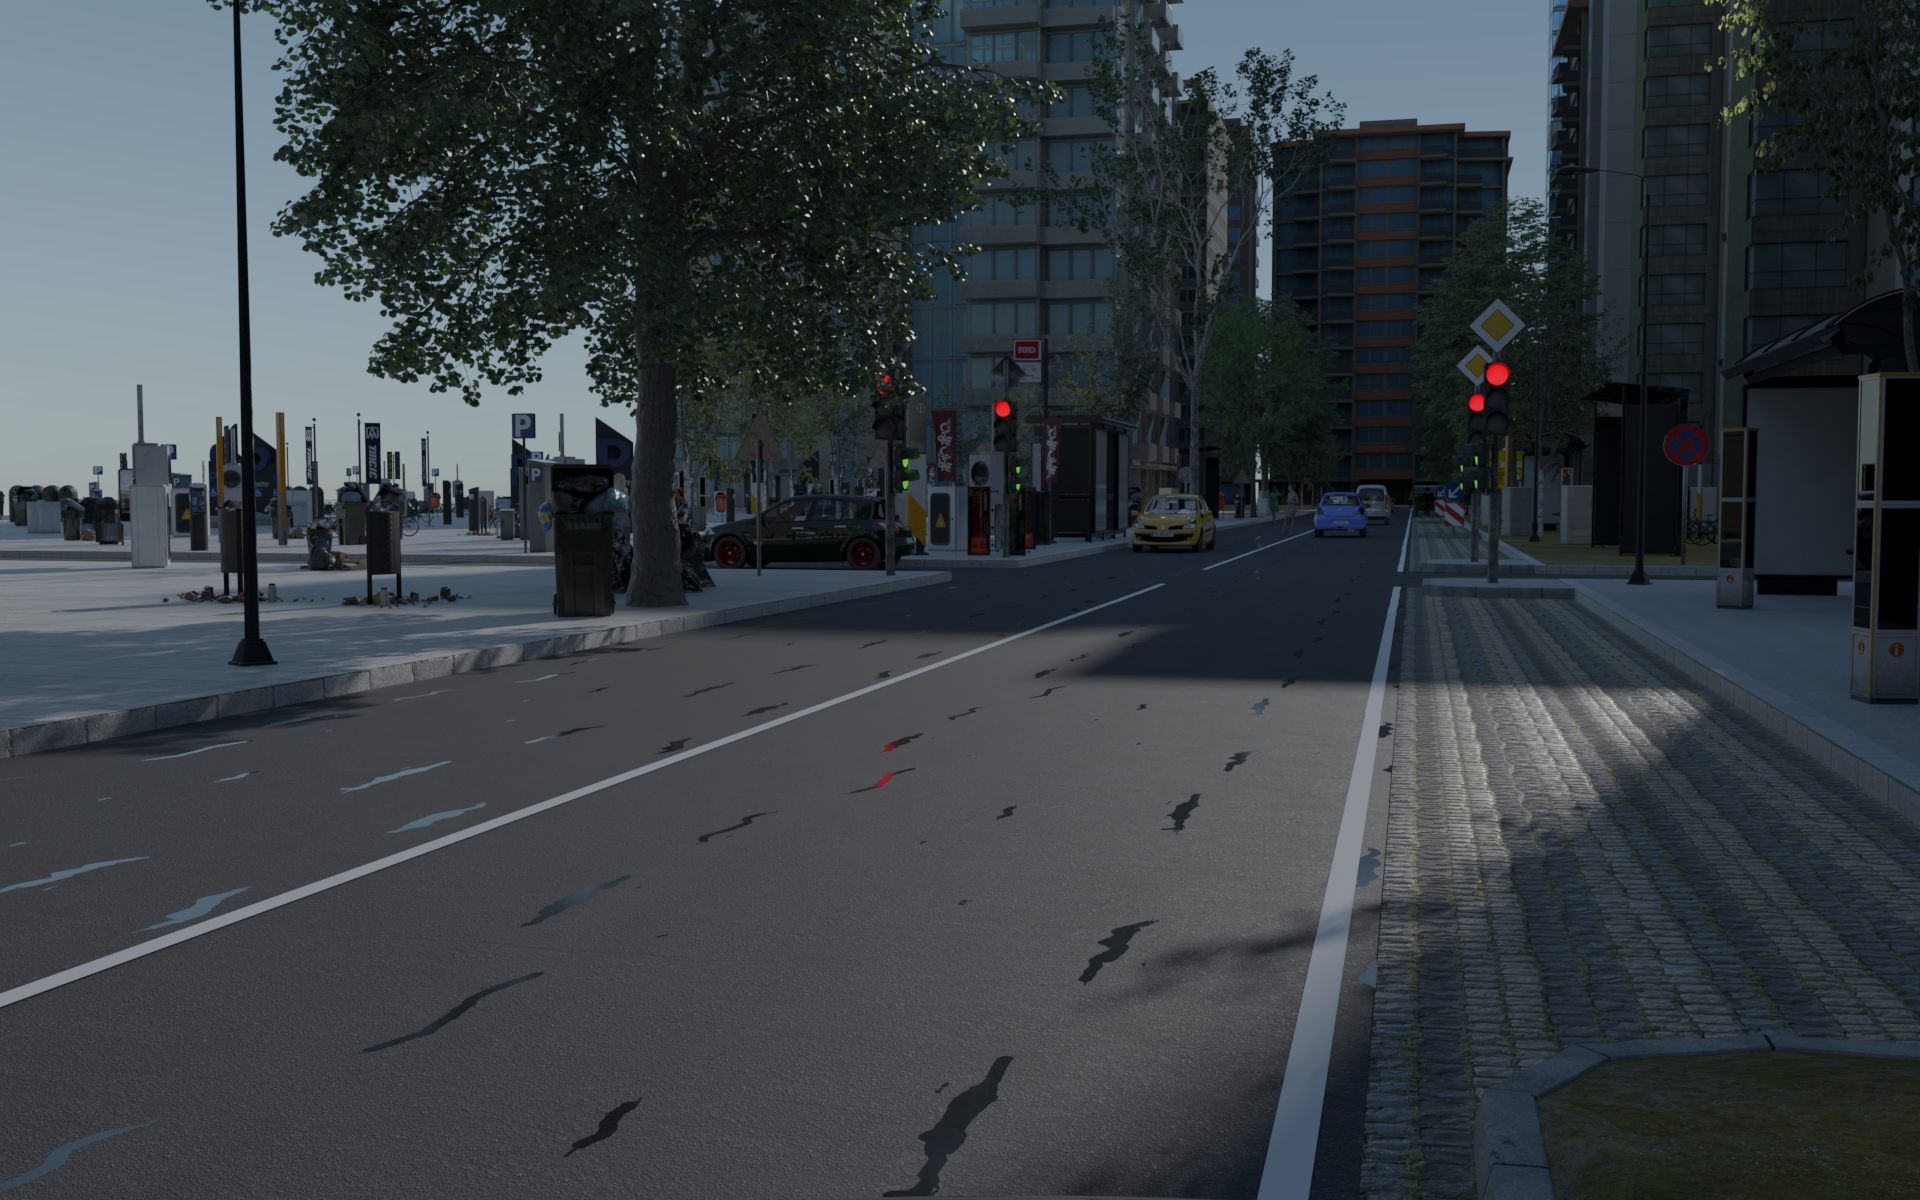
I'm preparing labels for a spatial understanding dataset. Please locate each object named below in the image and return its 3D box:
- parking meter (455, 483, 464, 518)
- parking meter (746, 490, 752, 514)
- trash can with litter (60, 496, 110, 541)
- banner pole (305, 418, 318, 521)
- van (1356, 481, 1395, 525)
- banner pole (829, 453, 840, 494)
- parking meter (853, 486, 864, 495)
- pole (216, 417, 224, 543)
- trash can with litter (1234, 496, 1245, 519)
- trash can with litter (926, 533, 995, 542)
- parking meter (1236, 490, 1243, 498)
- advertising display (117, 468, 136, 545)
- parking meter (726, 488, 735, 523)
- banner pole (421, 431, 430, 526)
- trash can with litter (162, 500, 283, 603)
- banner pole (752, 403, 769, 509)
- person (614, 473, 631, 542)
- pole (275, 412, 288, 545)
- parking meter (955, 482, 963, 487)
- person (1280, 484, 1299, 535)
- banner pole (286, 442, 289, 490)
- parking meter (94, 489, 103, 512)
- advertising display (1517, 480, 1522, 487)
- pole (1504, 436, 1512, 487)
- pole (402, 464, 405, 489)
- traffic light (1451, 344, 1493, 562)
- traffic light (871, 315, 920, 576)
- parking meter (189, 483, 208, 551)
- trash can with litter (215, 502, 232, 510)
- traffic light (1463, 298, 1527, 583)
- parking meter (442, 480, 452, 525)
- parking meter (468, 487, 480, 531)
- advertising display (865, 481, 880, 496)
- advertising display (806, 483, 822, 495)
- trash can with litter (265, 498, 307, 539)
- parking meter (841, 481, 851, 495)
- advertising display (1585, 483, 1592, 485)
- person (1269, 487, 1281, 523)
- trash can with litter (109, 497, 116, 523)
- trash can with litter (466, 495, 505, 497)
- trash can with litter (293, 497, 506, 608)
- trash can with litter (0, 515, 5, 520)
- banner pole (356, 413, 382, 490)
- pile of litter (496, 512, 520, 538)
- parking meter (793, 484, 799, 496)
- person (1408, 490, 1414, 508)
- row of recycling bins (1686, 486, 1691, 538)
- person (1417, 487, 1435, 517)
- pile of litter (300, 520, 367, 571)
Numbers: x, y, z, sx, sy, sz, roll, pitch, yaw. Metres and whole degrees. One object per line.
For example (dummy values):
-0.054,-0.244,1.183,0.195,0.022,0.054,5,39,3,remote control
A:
-27.207,-5.409,94.151,0.255,1.863,0.399,3,5,42,parking meter
-13.472,-6.251,110.619,0.372,1.533,0.369,0,3,0,parking meter
-24.190,-2.221,47.694,1.055,1.170,0.624,0,4,5,trash can with litter
-21.157,-4.069,56.549,0.401,3.779,0.863,0,4,7,banner pole
19.367,-4.547,81.348,2.013,2.044,4.112,1,4,15,van
-6.595,-6.230,91.882,0.863,3.779,0.401,2,4,31,banner pole
-3.309,-2.946,56.572,0.372,1.533,0.369,0,3,0,parking meter
-19.511,-3.171,45.691,0.158,3.312,0.155,0,3,0,pole
14.494,-4.829,90.347,0.624,1.170,1.055,0,4,-7,trash can with litter
0.181,-2.158,46.345,2.233,1.210,1.678,-1,4,-23,trash can with litter
15.935,-5.523,98.704,0.372,1.533,0.369,0,3,0,parking meter
-20.653,-2.349,43.618,0.974,1.923,0.123,-3,4,-36,advertising display
-9.498,-3.875,71.768,0.372,1.533,0.369,0,3,0,parking meter
-21.081,-4.793,68.385,0.401,3.779,0.863,0,4,7,banner pole
-8.891,-0.615,21.116,1.678,1.210,2.233,-3,5,-41,trash can with litter
-5.468,-3.532,47.765,0.401,3.779,0.863,2,4,34,banner pole
-6.118,-1.363,30.974,0.537,1.800,0.526,1,4,20,person
-16.928,-3.019,43.209,0.158,3.312,0.155,0,3,0,pole
-0.059,-5.004,87.521,0.399,1.863,0.255,3,5,41,parking meter
11.450,-3.138,60.147,0.374,1.781,0.599,-2,4,-34,person
-32.646,-5.732,83.739,0.401,3.779,0.863,1,4,19,banner pole
-40.531,-4.469,81.474,0.372,1.533,0.369,0,3,0,parking meter
25.318,-4.428,77.611,0.974,1.923,0.123,-2,4,-24,advertising display
19.278,-4.105,60.965,0.158,3.312,0.155,0,3,0,pole
-37.401,-7.502,116.501,0.158,3.312,0.155,0,3,0,pole
9.715,-2.676,32.667,0.839,4.253,0.868,1,4,15,traffic light
-1.081,-2.342,27.219,0.839,4.253,0.868,1,4,15,traffic light
-17.255,-1.886,39.255,0.372,1.533,0.369,0,3,0,parking meter
-22.362,-2.574,53.478,1.055,1.170,0.624,-3,5,-45,trash can with litter
7.688,-2.203,24.942,0.839,4.253,0.868,1,4,15,traffic light
-21.595,-4.112,72.938,0.255,1.863,0.399,0,4,4,parking meter
-16.818,-3.152,59.948,0.372,1.533,0.369,0,3,0,parking meter
-4.413,-4.927,85.771,0.974,1.923,0.123,-2,4,-23,advertising display
-8.478,-5.835,100.618,0.974,1.923,0.123,-2,4,-33,advertising display
-19.179,-2.319,49.302,0.624,1.170,1.055,2,4,29,trash can with litter
-5.066,-4.346,76.771,0.399,1.863,0.255,1,4,10,parking meter
36.604,-5.797,99.997,0.974,1.923,0.123,2,4,32,advertising display
15.329,-4.633,84.499,0.600,1.795,0.529,1,4,23,person
-37.472,-3.979,76.446,0.624,1.170,1.055,-2,4,-35,trash can with litter
-14.848,-2.629,54.035,1.678,1.210,2.233,-2,4,-29,trash can with litter
-6.500,-0.584,20.599,1.678,1.210,2.233,1,4,22,trash can with litter
-47.821,-4.540,85.612,1.055,1.170,0.624,0,4,-3,trash can with litter
-18.241,-3.874,53.350,0.863,3.779,0.401,-1,4,-22,banner pole
-12.947,-2.250,50.758,1.176,0.858,1.719,-2,4,-32,pile of litter
-9.524,-5.772,100.085,0.399,1.863,0.255,3,5,44,parking meter
46.448,-10.376,178.244,0.705,1.812,1.348,3,5,41,person
20.769,-2.675,50.842,1.069,1.692,3.534,1,4,18,row of recycling bins
29.406,-6.175,109.089,1.348,1.869,0.705,-1,4,-18,person
-10.668,-0.952,29.535,1.176,0.858,1.719,-1,4,-14,pile of litter
